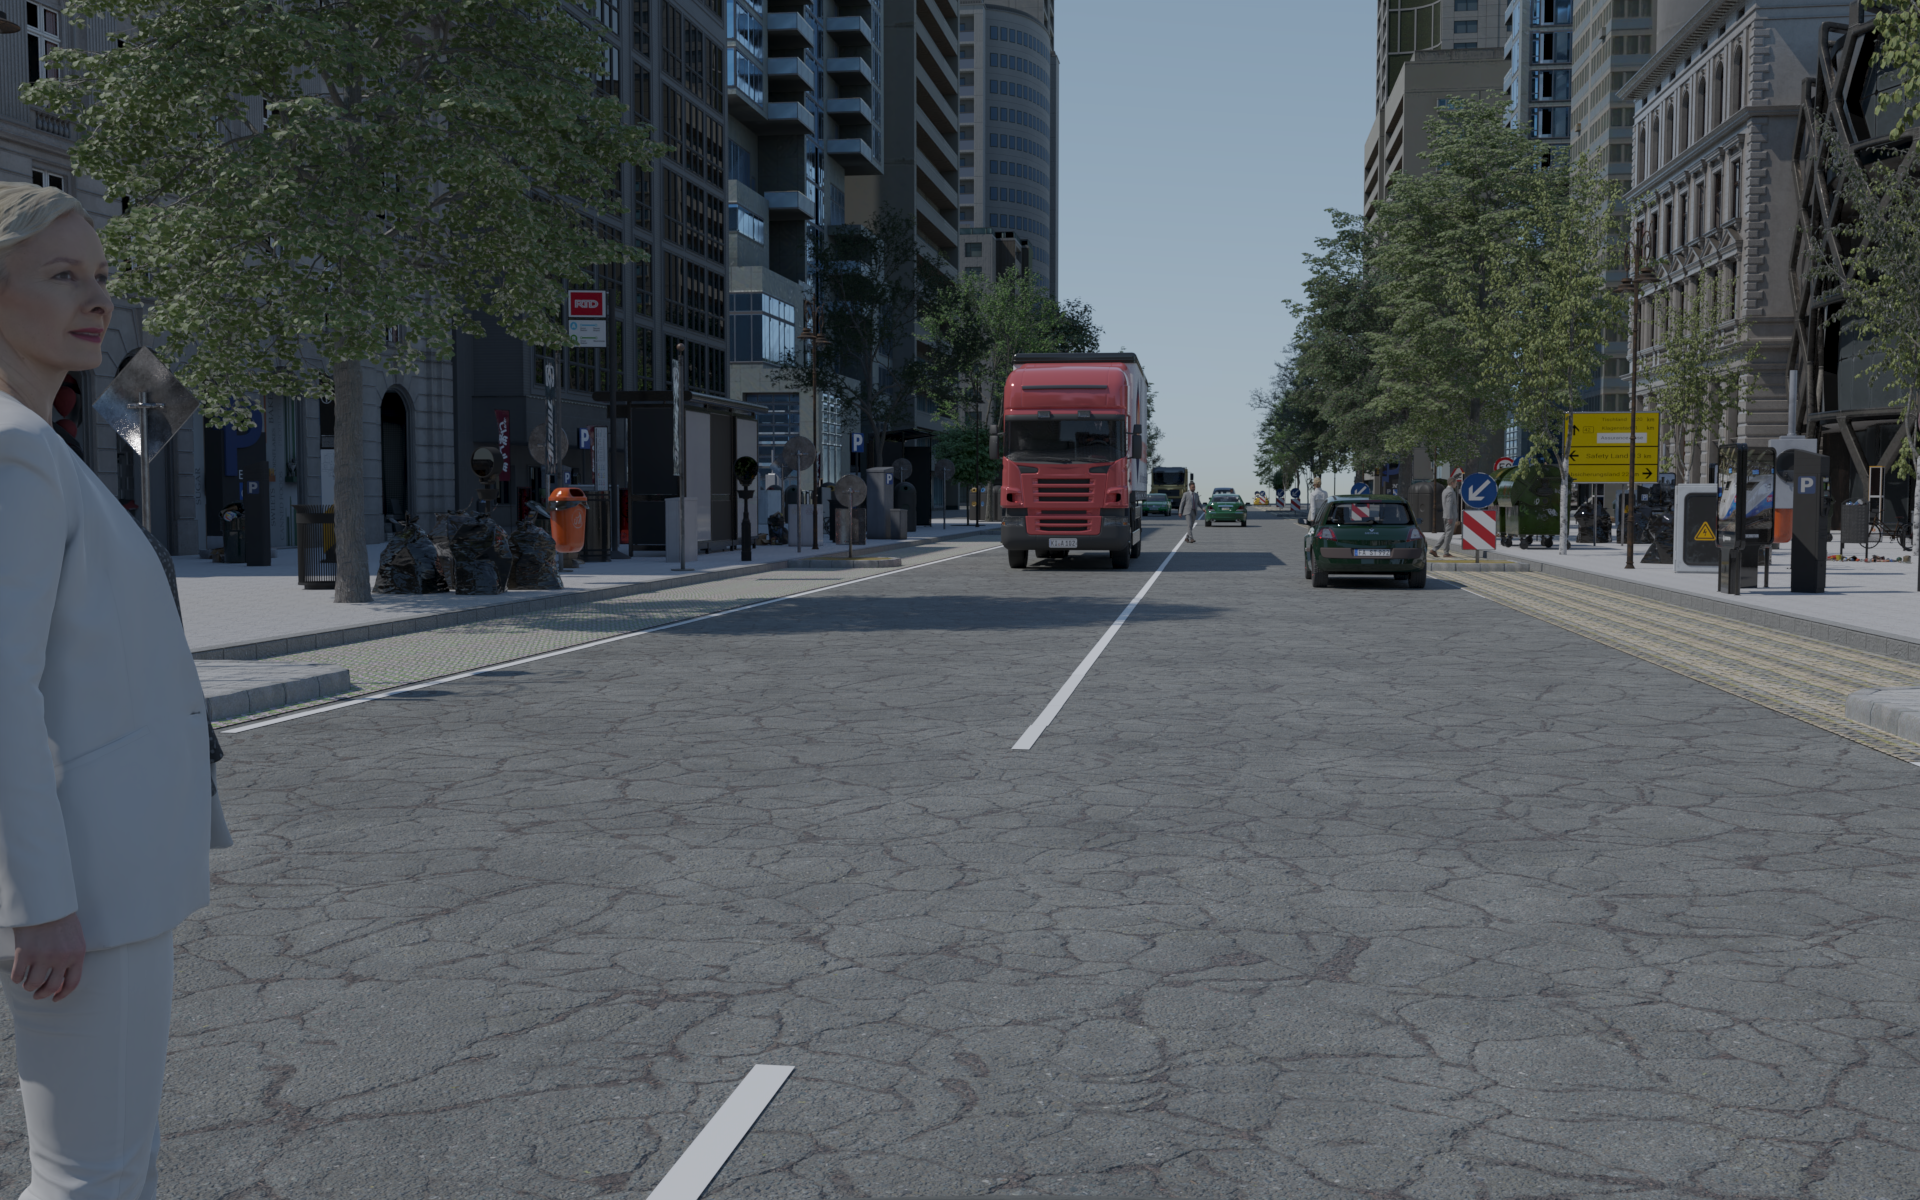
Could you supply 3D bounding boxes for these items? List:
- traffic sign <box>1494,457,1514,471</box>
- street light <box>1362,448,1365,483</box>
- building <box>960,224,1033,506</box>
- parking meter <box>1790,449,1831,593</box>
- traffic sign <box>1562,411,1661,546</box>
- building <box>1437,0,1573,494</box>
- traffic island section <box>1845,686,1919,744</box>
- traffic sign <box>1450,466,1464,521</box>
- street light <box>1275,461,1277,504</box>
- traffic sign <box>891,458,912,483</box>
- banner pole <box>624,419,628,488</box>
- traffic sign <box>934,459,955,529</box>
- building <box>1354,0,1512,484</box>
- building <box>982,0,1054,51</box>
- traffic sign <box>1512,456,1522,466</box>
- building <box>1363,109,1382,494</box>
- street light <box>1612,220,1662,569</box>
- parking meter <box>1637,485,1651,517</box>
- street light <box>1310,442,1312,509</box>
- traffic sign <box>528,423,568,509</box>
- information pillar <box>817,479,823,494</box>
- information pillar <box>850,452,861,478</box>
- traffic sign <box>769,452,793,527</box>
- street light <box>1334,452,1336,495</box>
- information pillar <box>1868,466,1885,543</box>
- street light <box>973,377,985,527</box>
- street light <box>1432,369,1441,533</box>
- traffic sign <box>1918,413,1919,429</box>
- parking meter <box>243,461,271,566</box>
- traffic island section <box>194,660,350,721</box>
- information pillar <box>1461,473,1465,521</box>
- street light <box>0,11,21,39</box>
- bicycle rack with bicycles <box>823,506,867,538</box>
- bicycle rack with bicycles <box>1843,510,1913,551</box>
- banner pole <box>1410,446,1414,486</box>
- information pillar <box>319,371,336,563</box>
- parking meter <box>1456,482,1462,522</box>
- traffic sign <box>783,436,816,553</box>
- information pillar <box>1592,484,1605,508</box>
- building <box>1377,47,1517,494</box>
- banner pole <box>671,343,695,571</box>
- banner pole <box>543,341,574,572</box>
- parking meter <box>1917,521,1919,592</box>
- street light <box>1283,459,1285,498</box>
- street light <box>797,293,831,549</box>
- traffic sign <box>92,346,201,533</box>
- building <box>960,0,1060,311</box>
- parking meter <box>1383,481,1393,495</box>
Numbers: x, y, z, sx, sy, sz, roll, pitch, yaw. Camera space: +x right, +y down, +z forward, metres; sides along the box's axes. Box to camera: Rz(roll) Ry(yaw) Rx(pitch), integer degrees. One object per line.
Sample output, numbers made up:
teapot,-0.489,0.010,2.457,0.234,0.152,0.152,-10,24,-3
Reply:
traffic sign,18.623,-3.616,59.231,0.768,2.556,0.104,1,4,9
street light,19.489,-6.779,83.623,0.468,5.910,1.993,1,4,8
building,0.283,-25.554,189.508,14.160,30.474,14.107,1,4,8
parking meter,11.053,-1.026,22.493,0.255,1.863,0.399,-3,5,-40
traffic sign,15.974,-2.978,42.564,2.265,3.308,0.079,1,4,12
building,48.981,-49.851,127.741,22.319,86.520,31.000,1,4,8
traffic island section,6.505,0.748,10.046,2.009,0.180,2.903,1,4,8
traffic sign,21.063,-4.481,73.267,0.884,2.594,0.081,1,4,14
street light,39.231,-14.803,214.820,0.468,5.910,1.993,1,4,8
traffic sign,-2.081,-3.754,61.489,0.768,2.556,0.104,1,4,13
banner pole,-9.219,-3.541,47.910,0.401,3.779,0.863,0,4,-5
traffic sign,-0.567,-3.835,62.806,0.768,2.556,0.104,1,4,13
building,63.358,-48.252,227.175,20.563,71.187,20.611,1,4,8
building,4.227,-48.649,233.667,20.563,71.187,20.611,1,4,8
traffic sign,18.696,-3.510,57.502,0.768,2.556,0.104,1,4,13
building,59.783,-35.668,206.866,21.300,48.544,21.600,1,4,8
street light,11.505,-3.473,29.570,0.468,5.910,1.993,1,4,8
parking meter,19.019,-2.432,48.178,0.372,1.533,0.369,0,3,0
street light,26.783,-9.740,132.038,0.468,5.910,1.993,1,4,8
traffic sign,-7.325,-1.876,30.780,0.768,2.556,0.104,1,4,13
information pillar,-6.687,-4.749,82.130,0.304,2.012,0.304,2,4,26
information pillar,-4.055,-4.625,66.975,0.504,3.616,0.183,3,4,38
traffic sign,-4.885,-2.845,47.706,0.795,2.450,0.064,1,4,14
street light,22.799,-8.105,105.299,0.468,5.910,1.993,1,4,8
information pillar,24.211,-2.525,45.769,0.304,2.012,0.304,3,5,42
street light,0.667,-5.746,66.729,0.468,5.910,1.993,1,4,8
street light,15.472,-5.109,56.312,0.468,5.910,1.993,1,4,8
traffic sign,11.888,-1.266,20.798,0.768,2.556,0.104,1,4,13
parking meter,-12.501,-1.534,30.786,0.399,1.863,0.255,0,4,8
traffic island section,-5.553,0.638,11.845,2.009,0.180,2.903,1,4,8
information pillar,17.421,-3.360,59.435,0.304,2.012,0.304,-2,4,-26
street light,-7.450,-2.427,12.464,0.468,5.910,1.993,1,4,8
bicycle rack with bicycles,-3.227,-2.344,51.712,2.925,0.926,2.852,0,4,6
bicycle rack with bicycles,22.030,-1.626,39.971,2.925,0.926,2.852,-1,4,-16
banner pole,19.881,-5.271,76.204,0.401,3.779,0.863,2,4,26
information pillar,-11.651,-2.498,32.198,0.504,3.616,0.183,0,4,5
parking meter,22.597,-4.430,78.142,0.399,1.863,0.255,1,4,22
traffic sign,-3.533,-2.315,37.954,0.768,2.556,0.104,1,4,14
information pillar,19.867,-3.022,53.909,0.304,2.012,0.304,0,3,0
building,57.116,-34.355,185.403,21.300,48.544,21.600,1,4,8
banner pole,-4.653,-2.363,28.657,0.401,3.779,0.863,0,4,3
banner pole,-6.597,-2.333,28.170,0.401,3.779,0.863,0,4,7
parking meter,12.780,-0.874,22.694,0.372,1.533,0.369,0,3,0
street light,35.114,-13.158,187.921,0.468,5.910,1.993,1,4,8
street light,-3.355,-4.111,39.995,0.468,5.910,1.993,1,4,8
traffic sign,-5.528,-0.498,11.780,0.795,2.450,0.064,1,4,8
building,0.199,-40.857,210.018,21.231,58.520,28.212,1,4,8
parking meter,19.578,-4.495,79.210,0.399,1.863,0.255,0,4,-4
